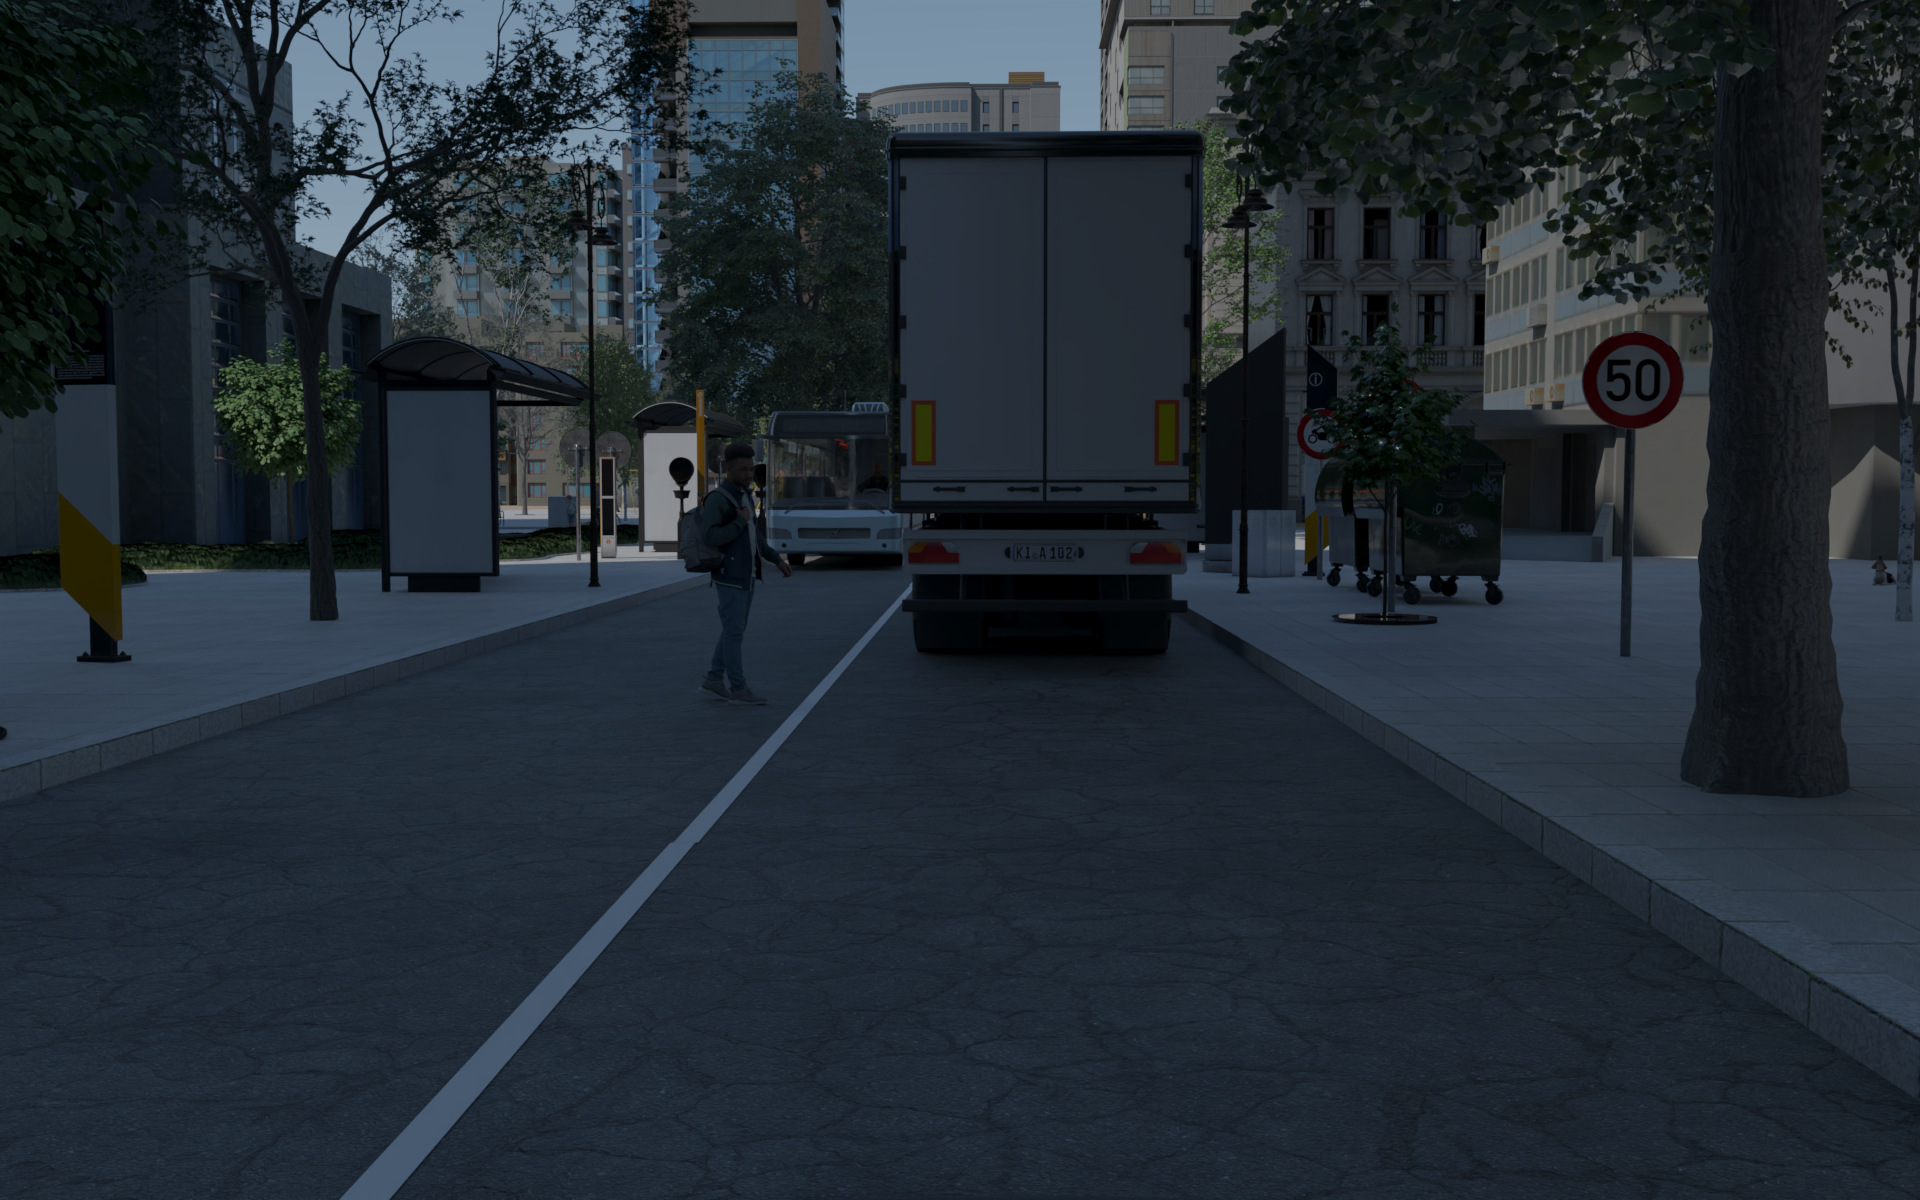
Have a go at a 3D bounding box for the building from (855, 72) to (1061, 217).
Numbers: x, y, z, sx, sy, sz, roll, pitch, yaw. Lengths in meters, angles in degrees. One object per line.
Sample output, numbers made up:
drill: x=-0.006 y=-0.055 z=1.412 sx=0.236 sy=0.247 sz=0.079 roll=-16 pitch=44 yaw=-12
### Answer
building: x=-0.298 y=-43.016 z=245.312 sx=28.212 sy=58.520 sz=21.231 roll=0 pitch=4 yaw=1

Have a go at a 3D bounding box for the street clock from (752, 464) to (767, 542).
street clock: x=-4.724 y=-2.243 z=41.250 sx=0.471 sy=2.002 sz=0.358 roll=-2 pitch=4 yaw=-32

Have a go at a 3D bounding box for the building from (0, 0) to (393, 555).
building: x=-32.566 y=-44.383 z=38.333 sx=31.000 sy=86.520 sz=22.319 roll=0 pitch=4 yaw=1

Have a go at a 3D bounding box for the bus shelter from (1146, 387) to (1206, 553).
bus shelter: x=4.796 y=-2.528 z=35.249 sx=2.014 sy=3.302 sz=5.546 roll=0 pitch=4 yaw=1

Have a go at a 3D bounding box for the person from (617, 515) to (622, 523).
person: x=-14.334 y=-3.957 z=71.492 sx=0.466 sy=1.731 sz=0.760 roll=2 pitch=4 yaw=35

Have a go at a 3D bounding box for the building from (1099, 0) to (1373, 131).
building: x=29.166 y=-35.889 z=176.021 sx=28.713 sy=52.752 sz=27.495 roll=0 pitch=4 yaw=1

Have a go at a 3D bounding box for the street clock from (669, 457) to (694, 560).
street clock: x=-5.447 y=-1.796 z=33.932 sx=0.471 sy=2.002 sz=0.358 roll=0 pitch=4 yaw=-2

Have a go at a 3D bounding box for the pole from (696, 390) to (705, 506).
pole: x=-5.094 y=-2.460 z=34.056 sx=0.158 sy=3.312 sz=0.155 roll=0 pitch=3 yaw=0

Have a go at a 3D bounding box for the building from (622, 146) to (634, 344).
building: x=-31.253 y=-31.819 z=203.832 sx=14.086 sy=41.232 sz=14.154 roll=0 pitch=4 yaw=1

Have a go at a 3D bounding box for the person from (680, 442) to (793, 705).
person: x=-1.534 y=-0.181 z=11.800 sx=0.721 sy=1.781 sz=0.623 roll=0 pitch=4 yaw=5

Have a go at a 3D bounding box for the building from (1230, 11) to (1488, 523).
building: x=23.223 y=-15.387 z=80.455 sx=19.941 sy=23.489 sz=11.050 roll=0 pitch=4 yaw=1

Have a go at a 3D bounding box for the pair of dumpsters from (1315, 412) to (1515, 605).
pair of dumpsters: x=5.683 y=-1.192 z=21.978 sx=1.574 sy=2.255 sz=4.437 roll=0 pitch=4 yaw=1

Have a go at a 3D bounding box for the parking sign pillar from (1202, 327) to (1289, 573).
parking sign pillar: x=4.727 y=-2.449 z=28.516 sx=1.447 sy=3.967 sz=1.447 roll=2 pitch=4 yaw=25

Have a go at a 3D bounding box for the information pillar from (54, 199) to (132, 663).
information pillar: x=-6.642 y=-1.335 z=13.190 sx=0.504 sy=3.616 sz=0.183 roll=1 pitch=4 yaw=13

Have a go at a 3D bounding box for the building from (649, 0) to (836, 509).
building: x=-18.286 y=-30.643 z=151.131 sx=14.600 sy=45.320 sz=14.200 roll=0 pitch=4 yaw=1

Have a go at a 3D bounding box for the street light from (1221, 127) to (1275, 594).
street light: x=3.660 y=-3.023 z=22.207 sx=0.468 sy=5.910 sz=1.993 roll=0 pitch=4 yaw=1

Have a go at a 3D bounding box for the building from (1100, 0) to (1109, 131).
building: x=24.741 y=-46.590 z=200.004 sx=20.563 sy=71.187 sz=20.611 roll=0 pitch=4 yaw=1

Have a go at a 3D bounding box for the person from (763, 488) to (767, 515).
person: x=-8.451 y=-4.319 z=76.520 sx=0.638 sy=1.841 sz=0.748 roll=-2 pitch=4 yaw=-24

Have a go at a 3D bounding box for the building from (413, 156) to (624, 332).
building: x=-61.079 y=-38.419 z=247.754 sx=30.456 sy=49.044 sz=23.786 roll=0 pitch=4 yaw=1

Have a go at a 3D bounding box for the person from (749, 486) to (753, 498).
person: x=-11.257 y=-5.250 z=91.753 sx=0.514 sy=1.842 sz=0.818 roll=-2 pitch=4 yaw=-29

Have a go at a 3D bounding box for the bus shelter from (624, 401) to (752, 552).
bus shelter: x=-6.255 y=-2.849 z=40.503 sx=2.014 sy=3.302 sz=5.546 roll=0 pitch=4 yaw=1

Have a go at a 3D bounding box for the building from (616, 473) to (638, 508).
building: x=-21.719 y=-52.589 z=172.503 sx=22.319 sy=86.520 sz=31.000 roll=0 pitch=4 yaw=1

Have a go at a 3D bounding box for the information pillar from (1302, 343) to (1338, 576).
information pillar: x=5.608 y=-2.177 z=26.952 sx=0.504 sy=3.616 sz=0.183 roll=1 pitch=4 yaw=18

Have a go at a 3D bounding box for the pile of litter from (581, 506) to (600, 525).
pile of litter: x=-14.613 y=-3.376 z=69.170 sx=1.176 sy=0.858 sz=1.719 roll=-1 pitch=4 yaw=-18

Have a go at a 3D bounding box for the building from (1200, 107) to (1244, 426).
building: x=21.429 y=-19.935 z=113.328 sx=14.401 sy=28.519 sz=23.554 roll=0 pitch=4 yaw=1

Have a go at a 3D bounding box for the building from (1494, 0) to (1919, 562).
building: x=26.198 y=-21.261 z=39.500 sx=32.217 sy=40.220 sz=23.993 roll=0 pitch=4 yaw=1

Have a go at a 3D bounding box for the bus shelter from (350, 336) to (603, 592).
bus shelter: x=-6.772 y=-1.904 z=25.053 sx=2.014 sy=3.302 sz=5.546 roll=0 pitch=4 yaw=1

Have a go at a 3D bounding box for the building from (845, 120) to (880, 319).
building: x=-16.870 y=-33.859 z=203.710 sx=14.200 sy=45.320 sz=14.600 roll=0 pitch=4 yaw=1

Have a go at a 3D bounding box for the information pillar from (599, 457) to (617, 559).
information pillar: x=-7.009 y=-1.837 z=34.532 sx=0.304 sy=2.012 sz=0.304 roll=0 pitch=4 yaw=-7

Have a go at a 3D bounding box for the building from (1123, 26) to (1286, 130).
building: x=21.502 y=-28.864 z=155.528 sx=14.154 sy=41.232 sz=14.086 roll=0 pitch=4 yaw=1

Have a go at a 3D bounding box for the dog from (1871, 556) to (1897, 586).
dog: x=13.155 y=-0.415 z=24.519 sx=0.748 sy=0.427 sz=0.550 roll=0 pitch=4 yaw=-8

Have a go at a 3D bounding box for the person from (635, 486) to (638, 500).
person: x=-17.544 y=-5.479 z=94.980 sx=0.474 sy=1.900 sz=0.648 roll=1 pitch=4 yaw=9

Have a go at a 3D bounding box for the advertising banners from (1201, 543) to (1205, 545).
advertising banners: x=5.549 y=-2.884 z=43.347 sx=2.074 sy=3.025 sz=0.090 roll=1 pitch=4 yaw=15

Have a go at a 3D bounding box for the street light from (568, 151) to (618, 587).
street light: x=-5.063 y=-3.120 z=23.803 sx=0.468 sy=5.910 sz=1.993 roll=0 pitch=4 yaw=1

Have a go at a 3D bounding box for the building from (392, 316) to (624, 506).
building: x=-52.851 y=-21.668 z=199.304 sx=28.899 sy=21.520 sz=27.650 roll=0 pitch=4 yaw=1

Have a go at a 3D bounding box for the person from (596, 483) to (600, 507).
person: x=-18.007 y=-4.870 z=85.764 sx=0.767 sy=1.812 sz=0.694 roll=-2 pitch=4 yaw=-31

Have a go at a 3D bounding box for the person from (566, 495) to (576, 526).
person: x=-12.883 y=-2.858 z=57.450 sx=0.332 sy=1.250 sz=0.352 roll=2 pitch=4 yaw=33
